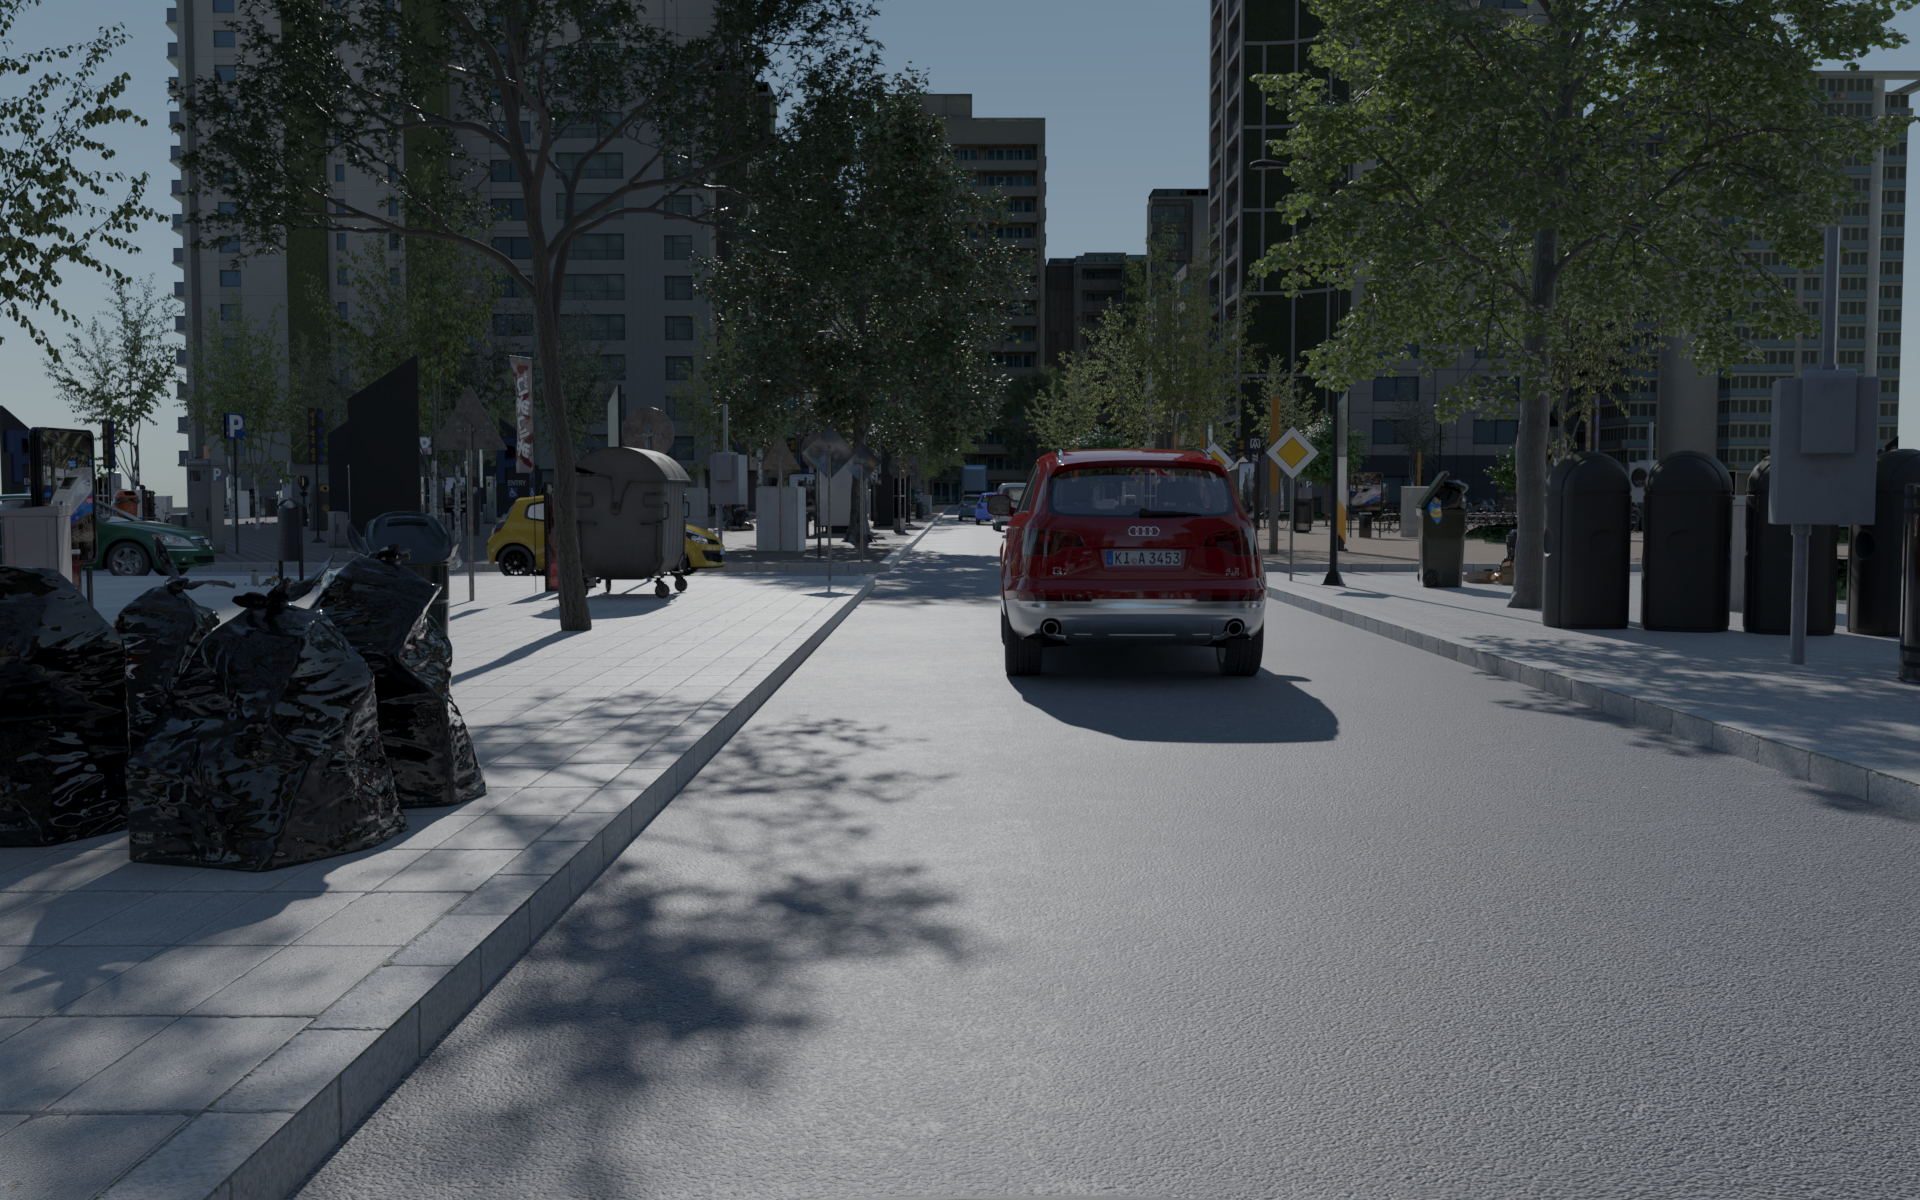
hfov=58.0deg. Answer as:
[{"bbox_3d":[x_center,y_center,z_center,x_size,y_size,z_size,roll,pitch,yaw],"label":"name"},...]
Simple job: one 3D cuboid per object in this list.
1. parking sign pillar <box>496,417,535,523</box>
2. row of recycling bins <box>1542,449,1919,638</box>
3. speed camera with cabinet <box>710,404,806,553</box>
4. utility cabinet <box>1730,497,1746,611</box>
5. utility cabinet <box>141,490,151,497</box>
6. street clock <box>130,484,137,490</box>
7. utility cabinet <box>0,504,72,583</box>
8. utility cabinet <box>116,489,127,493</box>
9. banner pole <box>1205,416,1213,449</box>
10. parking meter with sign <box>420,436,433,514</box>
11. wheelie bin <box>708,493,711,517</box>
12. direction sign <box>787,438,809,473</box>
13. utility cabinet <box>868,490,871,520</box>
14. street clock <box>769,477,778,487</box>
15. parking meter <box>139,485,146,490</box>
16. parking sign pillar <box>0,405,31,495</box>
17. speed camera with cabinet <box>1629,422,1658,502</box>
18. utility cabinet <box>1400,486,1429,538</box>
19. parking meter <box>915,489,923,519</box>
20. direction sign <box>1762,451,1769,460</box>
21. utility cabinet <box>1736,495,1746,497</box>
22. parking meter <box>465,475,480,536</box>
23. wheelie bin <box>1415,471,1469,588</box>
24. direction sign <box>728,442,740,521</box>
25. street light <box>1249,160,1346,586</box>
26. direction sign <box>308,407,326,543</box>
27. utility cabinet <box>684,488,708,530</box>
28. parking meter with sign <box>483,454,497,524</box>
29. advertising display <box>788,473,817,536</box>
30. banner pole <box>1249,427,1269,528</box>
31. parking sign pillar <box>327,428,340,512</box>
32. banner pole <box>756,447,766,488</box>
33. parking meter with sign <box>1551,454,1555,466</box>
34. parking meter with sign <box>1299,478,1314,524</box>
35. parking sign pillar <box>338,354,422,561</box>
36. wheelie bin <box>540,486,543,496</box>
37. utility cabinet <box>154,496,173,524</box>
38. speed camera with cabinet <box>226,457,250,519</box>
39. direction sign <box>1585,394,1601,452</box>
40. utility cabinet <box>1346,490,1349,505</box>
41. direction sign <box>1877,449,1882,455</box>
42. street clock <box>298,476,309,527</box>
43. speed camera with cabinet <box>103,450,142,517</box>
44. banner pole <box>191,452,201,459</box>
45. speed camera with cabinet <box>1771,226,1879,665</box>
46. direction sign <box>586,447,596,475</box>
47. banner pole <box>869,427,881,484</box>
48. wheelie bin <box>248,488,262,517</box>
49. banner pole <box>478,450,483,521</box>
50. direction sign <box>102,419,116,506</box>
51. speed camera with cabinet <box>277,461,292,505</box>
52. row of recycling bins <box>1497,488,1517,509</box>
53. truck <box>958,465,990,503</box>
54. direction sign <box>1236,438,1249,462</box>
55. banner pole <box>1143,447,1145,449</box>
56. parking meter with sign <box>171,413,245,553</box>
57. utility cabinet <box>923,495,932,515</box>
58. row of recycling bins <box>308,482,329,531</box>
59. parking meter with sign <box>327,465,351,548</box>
[{"bbox_3d":[-15.527,-4.404,60.477,1.447,3.967,1.447,1,4,15],"label":"parking sign pillar"},{"bbox_3d":[7.323,-0.557,16.226,3.534,1.692,1.069,1,4,20],"label":"row of recycling bins"},{"bbox_3d":[-4.455,-2.686,38.259,2.038,3.252,0.660,1,4,14],"label":"speed camera with cabinet"},{"bbox_3d":[8.874,-0.496,19.266,1.020,1.237,0.306,-1,4,-19],"label":"utility cabinet"},{"bbox_3d":[-40.644,-4.733,86.069,1.173,1.500,0.318,3,4,36],"label":"utility cabinet"},{"bbox_3d":[-49.004,-6.005,102.750,0.358,2.002,0.471,-3,5,-42],"label":"street clock"},{"bbox_3d":[-5.362,0.066,10.084,0.306,1.237,1.020,-2,4,-24],"label":"utility cabinet"},{"bbox_3d":[-34.028,-3.770,70.311,0.318,1.500,1.173,-1,4,-20],"label":"utility cabinet"},{"bbox_3d":[7.876,-3.966,54.861,0.401,3.779,0.863,2,4,24],"label":"banner pole"},{"bbox_3d":[-16.548,-3.396,51.793,0.543,3.016,1.738,2,4,26],"label":"parking meter with sign"},{"bbox_3d":[-14.418,-5.464,97.241,0.980,1.594,0.693,-3,4,-38],"label":"wheelie bin"},{"bbox_3d":[-6.517,-4.753,69.708,0.876,3.537,0.379,0,4,-1],"label":"direction sign"},{"bbox_3d":[-3.931,-4.560,83.228,0.318,1.500,1.173,-3,5,-42],"label":"utility cabinet"},{"bbox_3d":[-6.878,-3.622,63.783,0.358,2.002,0.471,-1,4,-20],"label":"street clock"},{"bbox_3d":[-50.677,-6.220,107.406,0.255,1.863,0.399,0,4,-5],"label":"parking meter"},{"bbox_3d":[-28.729,-3.955,53.130,1.447,3.967,1.447,1,4,19],"label":"parking sign pillar"},{"bbox_3d":[18.494,-3.296,48.220,0.660,3.252,2.038,-2,4,-31],"label":"speed camera with cabinet"},{"bbox_3d":[13.456,-2.563,50.589,1.173,1.500,0.318,-1,4,-23],"label":"utility cabinet"},{"bbox_3d":[-2.140,-5.014,90.388,0.372,1.533,0.369,0,3,0],"label":"parking meter"},{"bbox_3d":[42.203,-6.007,90.207,0.876,3.537,0.379,1,4,19],"label":"direction sign"},{"bbox_3d":[34.469,-4.016,76.821,1.020,1.237,0.306,-1,4,-21],"label":"utility cabinet"},{"bbox_3d":[-15.086,-2.929,53.603,0.255,1.863,0.399,2,4,30],"label":"parking meter"},{"bbox_3d":[6.681,-0.984,23.990,0.693,1.594,0.980,1,4,8],"label":"wheelie bin"},{"bbox_3d":[-9.886,-5.128,75.846,0.379,3.537,0.876,-3,5,-40],"label":"direction sign"},{"bbox_3d":[4.723,-3.163,24.251,1.470,5.913,1.316,0,4,0],"label":"street light"},{"bbox_3d":[-16.992,-3.288,45.759,0.379,3.537,0.876,0,4,3],"label":"direction sign"},{"bbox_3d":[-9.342,-3.189,60.822,1.173,1.500,0.318,3,5,41],"label":"utility cabinet"},{"bbox_3d":[-20.088,-4.802,74.767,0.543,3.016,1.738,-3,5,-41],"label":"parking meter with sign"},{"bbox_3d":[-4.781,-2.907,52.739,0.974,1.923,0.123,2,4,24],"label":"advertising display"},{"bbox_3d":[11.250,-4.594,65.131,0.863,3.779,0.401,1,4,20],"label":"banner pole"},{"bbox_3d":[-18.536,-3.931,52.742,1.447,3.967,1.447,-1,4,-15],"label":"parking sign pillar"},{"bbox_3d":[-9.353,-5.620,81.901,0.401,3.779,0.863,2,4,33],"label":"banner pole"},{"bbox_3d":[25.591,-4.744,73.822,0.543,3.016,1.738,1,4,11],"label":"parking meter with sign"},{"bbox_3d":[15.116,-4.847,75.508,0.543,3.016,1.738,0,4,-7],"label":"parking meter with sign"},{"bbox_3d":[-11.091,-2.748,33.407,1.447,3.967,1.447,-1,4,-15],"label":"parking sign pillar"},{"bbox_3d":[-16.082,-3.676,68.012,0.980,1.594,0.693,-2,4,-26],"label":"wheelie bin"},{"bbox_3d":[-34.734,-3.937,75.538,1.020,1.237,0.306,3,4,36],"label":"utility cabinet"},{"bbox_3d":[-38.211,-5.952,91.658,0.660,3.252,2.038,-3,4,-39],"label":"speed camera with cabinet"},{"bbox_3d":[14.440,-2.910,39.582,0.379,3.537,0.876,0,4,1],"label":"direction sign"},{"bbox_3d":[21.232,-5.224,94.092,0.318,1.500,1.173,-1,4,-22],"label":"utility cabinet"},{"bbox_3d":[45.998,-5.806,86.932,0.379,3.537,0.876,0,4,3],"label":"direction sign"},{"bbox_3d":[-25.870,-3.898,68.306,0.471,2.002,0.358,3,5,41],"label":"street clock"},{"bbox_3d":[-35.360,-4.811,72.996,0.660,3.252,2.038,0,4,7],"label":"speed camera with cabinet"},{"bbox_3d":[-45.022,-6.856,102.113,0.401,3.779,0.863,2,4,27],"label":"banner pole"},{"bbox_3d":[7.171,-1.134,12.877,2.038,3.252,0.660,1,4,19],"label":"speed camera with cabinet"},{"bbox_3d":[-17.759,-5.585,83.307,0.379,3.537,0.876,-3,5,-41],"label":"direction sign"},{"bbox_3d":[-2.832,-3.960,54.758,0.863,3.779,0.401,-2,4,-35],"label":"banner pole"},{"bbox_3d":[-39.636,-5.466,97.277,0.693,1.594,0.980,2,4,24],"label":"wheelie bin"},{"bbox_3d":[-22.563,-5.595,81.492,0.401,3.779,0.863,-2,4,-30],"label":"banner pole"},{"bbox_3d":[-26.051,-3.734,53.056,0.379,3.537,0.876,0,4,-5],"label":"direction sign"},{"bbox_3d":[-40.995,-6.769,105.006,0.660,3.252,2.038,-2,4,-30],"label":"speed camera with cabinet"},{"bbox_3d":[32.233,-5.764,101.359,1.069,1.692,3.534,0,4,4],"label":"row of recycling bins"},{"bbox_3d":[1.226,-10.098,154.866,2.967,4.110,18.799,0,4,1],"label":"truck"},{"bbox_3d":[11.480,-4.736,69.431,0.876,3.537,0.379,1,4,18],"label":"direction sign"},{"bbox_3d":[9.913,-6.214,91.620,0.863,3.779,0.401,-2,4,-31],"label":"banner pole"},{"bbox_3d":[-16.459,-2.540,37.784,1.738,3.016,0.543,1,4,20],"label":"parking meter with sign"},{"bbox_3d":[-2.262,-5.905,107.716,1.020,1.237,0.306,2,4,26],"label":"utility cabinet"},{"bbox_3d":[-21.214,-3.315,61.313,3.534,1.692,1.069,-1,4,-15],"label":"row of recycling bins"},{"bbox_3d":[-14.442,-2.797,41.999,0.543,3.016,1.738,3,5,42],"label":"parking meter with sign"}]
